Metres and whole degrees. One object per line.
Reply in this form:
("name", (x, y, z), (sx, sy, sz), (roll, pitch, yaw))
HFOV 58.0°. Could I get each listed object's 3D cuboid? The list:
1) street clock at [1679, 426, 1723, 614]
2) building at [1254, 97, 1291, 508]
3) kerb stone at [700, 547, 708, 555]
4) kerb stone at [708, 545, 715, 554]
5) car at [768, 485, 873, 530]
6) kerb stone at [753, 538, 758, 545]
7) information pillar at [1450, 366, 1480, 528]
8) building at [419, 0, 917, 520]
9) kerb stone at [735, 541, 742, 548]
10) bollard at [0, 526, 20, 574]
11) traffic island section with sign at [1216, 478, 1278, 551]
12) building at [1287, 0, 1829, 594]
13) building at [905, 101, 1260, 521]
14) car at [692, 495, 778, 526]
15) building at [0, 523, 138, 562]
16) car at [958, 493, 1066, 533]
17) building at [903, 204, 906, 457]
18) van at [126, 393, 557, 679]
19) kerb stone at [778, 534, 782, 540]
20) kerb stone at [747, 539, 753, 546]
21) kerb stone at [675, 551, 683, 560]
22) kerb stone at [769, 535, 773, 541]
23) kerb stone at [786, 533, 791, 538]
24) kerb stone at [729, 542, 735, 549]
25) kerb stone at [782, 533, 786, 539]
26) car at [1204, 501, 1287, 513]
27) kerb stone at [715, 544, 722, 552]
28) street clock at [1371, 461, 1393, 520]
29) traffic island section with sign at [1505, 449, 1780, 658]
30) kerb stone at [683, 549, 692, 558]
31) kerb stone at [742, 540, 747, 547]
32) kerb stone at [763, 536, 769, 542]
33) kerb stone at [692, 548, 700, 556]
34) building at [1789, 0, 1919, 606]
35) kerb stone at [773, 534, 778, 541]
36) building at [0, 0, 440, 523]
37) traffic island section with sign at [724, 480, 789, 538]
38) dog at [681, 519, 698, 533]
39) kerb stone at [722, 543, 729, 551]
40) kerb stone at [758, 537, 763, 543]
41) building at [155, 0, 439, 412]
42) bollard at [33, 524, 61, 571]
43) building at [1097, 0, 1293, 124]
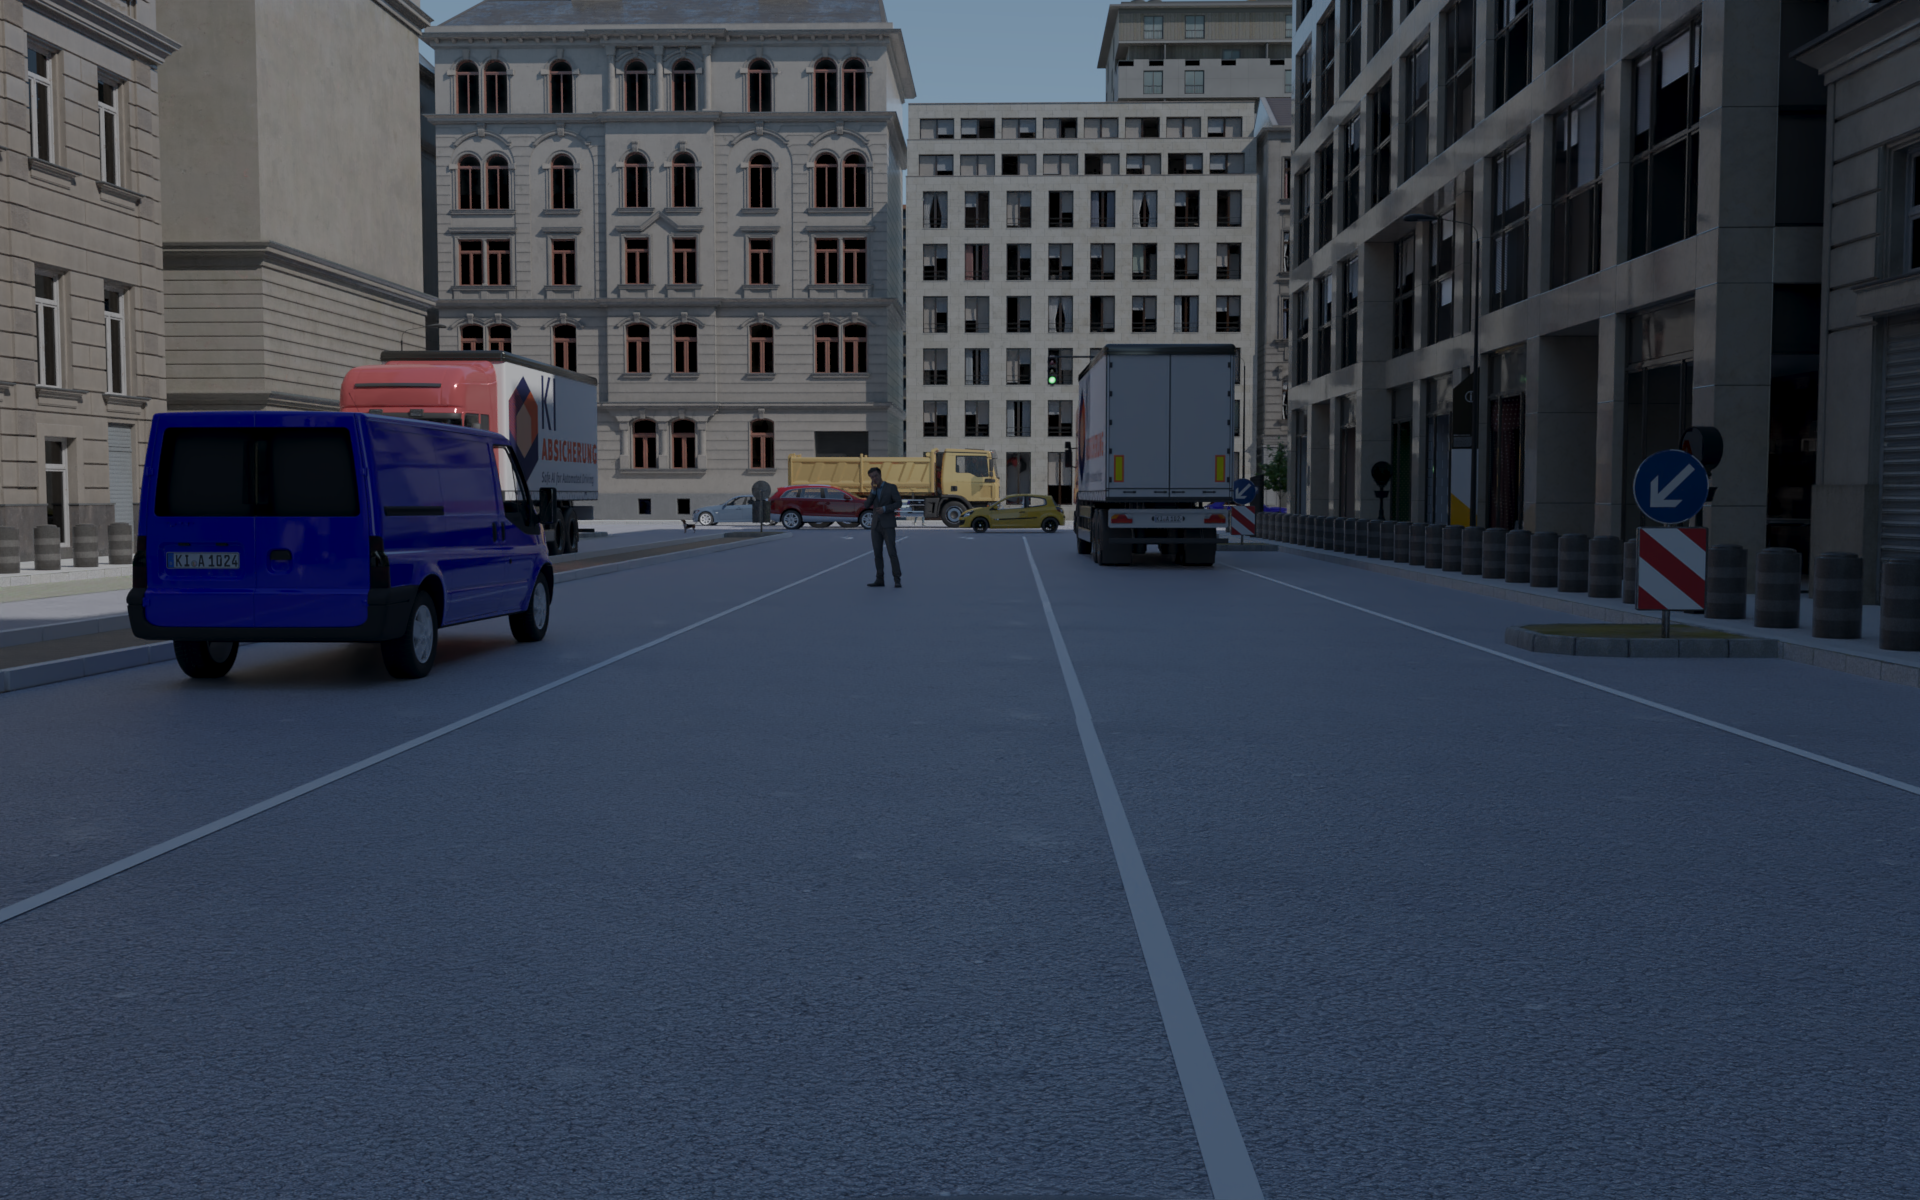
("street clock", (7.906, -0.854, 18.530), (0.358, 2.002, 0.471), (-1, 4, -10))
("building", (23.499, -14.521, 86.568), (18.267, 20.994, 9.793), (0, 4, 2))
("kerb stone", (-6.140, -1.139, 40.811), (0.120, 0.150, 1.000), (0, 4, 2))
("kerb stone", (-6.118, -1.202, 41.840), (0.120, 0.150, 1.000), (0, 4, 2))
("car", (-5.284, -3.786, 70.570), (5.304, 1.827, 2.281), (0, 4, 1))
("kerb stone", (-5.914, -1.641, 49.022), (0.120, 0.150, 1.000), (0, 4, 2))
("information pillar", (9.306, -2.478, 31.868), (0.504, 3.616, 0.183), (1, 4, 19))
("building", (-14.387, -18.542, 90.550), (23.554, 28.519, 14.401), (0, 4, 2))
("kerb stone", (-5.999, -1.447, 45.946), (0.120, 0.150, 1.000), (0, 4, 2))
("bollard", (-15.428, -0.812, 27.996), (0.404, 0.777, 0.398), (0, 3, 0))
("traffic island section with sign", (7.022, -2.181, 44.294), (1.989, 1.847, 2.006), (0, 4, 2))
("building", (19.696, -14.287, 38.114), (19.350, 26.468, 34.151), (0, 4, 2))
("building", (5.970, -14.267, 88.011), (16.860, 20.320, 10.420), (0, 4, 2))
("car", (-9.877, -4.066, 78.485), (4.499, 1.417, 2.014), (0, 4, 3))
("building", (-23.491, -13.980, 25.845), (12.463, 27.353, 25.104), (0, 4, 2))
("car", (1.933, -3.307, 64.289), (3.980, 1.641, 2.015), (0, 4, 0))
("building", (-17.505, -36.610, 253.192), (28.867, 44.769, 22.147), (0, 4, 2))
("van", (-5.050, -0.656, 15.116), (2.240, 2.365, 5.245), (0, 4, 2))
("kerb stone", (-5.761, -1.956, 54.169), (0.120, 0.150, 1.000), (0, 4, 2))
("kerb stone", (-5.943, -1.578, 47.995), (0.120, 0.150, 1.000), (0, 4, 2))
("kerb stone", (-6.231, -0.949, 37.715), (0.120, 0.150, 1.000), (0, 4, 2))
("kerb stone", (-5.824, -1.829, 52.116), (0.120, 0.150, 1.000), (0, 4, 2))
("kerb stone", (-5.702, -2.081, 56.220), (0.120, 0.150, 1.000), (0, 4, 2))
("kerb stone", (-6.029, -1.384, 44.921), (0.120, 0.150, 1.000), (0, 4, 2))
("kerb stone", (-5.739, -2.018, 55.194), (0.120, 0.150, 1.000), (0, 4, 2))
("car", (12.753, -3.926, 76.766), (3.894, 1.354, 1.945), (0, 4, 0))
("kerb stone", (-6.090, -1.264, 42.869), (0.120, 0.150, 1.000), (0, 4, 2))
("street clock", (9.260, -2.048, 38.054), (0.471, 2.002, 0.358), (1, 4, 12))
("traffic island section with sign", (6.205, -0.457, 16.106), (1.989, 1.847, 2.006), (0, 4, 2))
("kerb stone", (-6.213, -1.011, 38.744), (0.120, 0.150, 1.000), (0, 4, 2))
("kerb stone", (-5.970, -1.515, 46.970), (0.120, 0.150, 1.000), (0, 4, 2))
("kerb stone", (-5.850, -1.767, 51.080), (0.120, 0.150, 1.000), (0, 4, 2))
("kerb stone", (-6.176, -1.075, 39.773), (0.120, 0.150, 1.000), (0, 4, 2))
("building", (17.286, -10.575, 6.190), (16.112, 22.955, 30.059), (0, 4, 2))
("kerb stone", (-5.789, -1.893, 53.140), (0.120, 0.150, 1.000), (0, 4, 2))
("building", (-38.987, -17.879, 89.584), (25.104, 27.353, 12.463), (0, 4, 2))
("traffic island section with sign", (-6.707, -3.029, 57.664), (2.006, 1.907, 1.989), (0, 4, 2))
("dog", (-9.903, -2.699, 63.408), (0.406, 0.507, 0.540), (2, 4, 27))
("kerb stone", (-6.057, -1.327, 43.896), (0.120, 0.150, 1.000), (0, 4, 2))
("kerb stone", (-5.886, -1.704, 50.055), (0.120, 0.150, 1.000), (0, 4, 2))
("building", (-33.687, -14.069, 49.105), (34.723, 24.649, 14.460), (0, 4, 2))
("bollard", (-15.395, -0.886, 29.205), (0.404, 0.777, 0.398), (0, 3, 0))
("building", (29.544, -36.412, 184.579), (28.713, 52.752, 27.495), (0, 4, 2))
